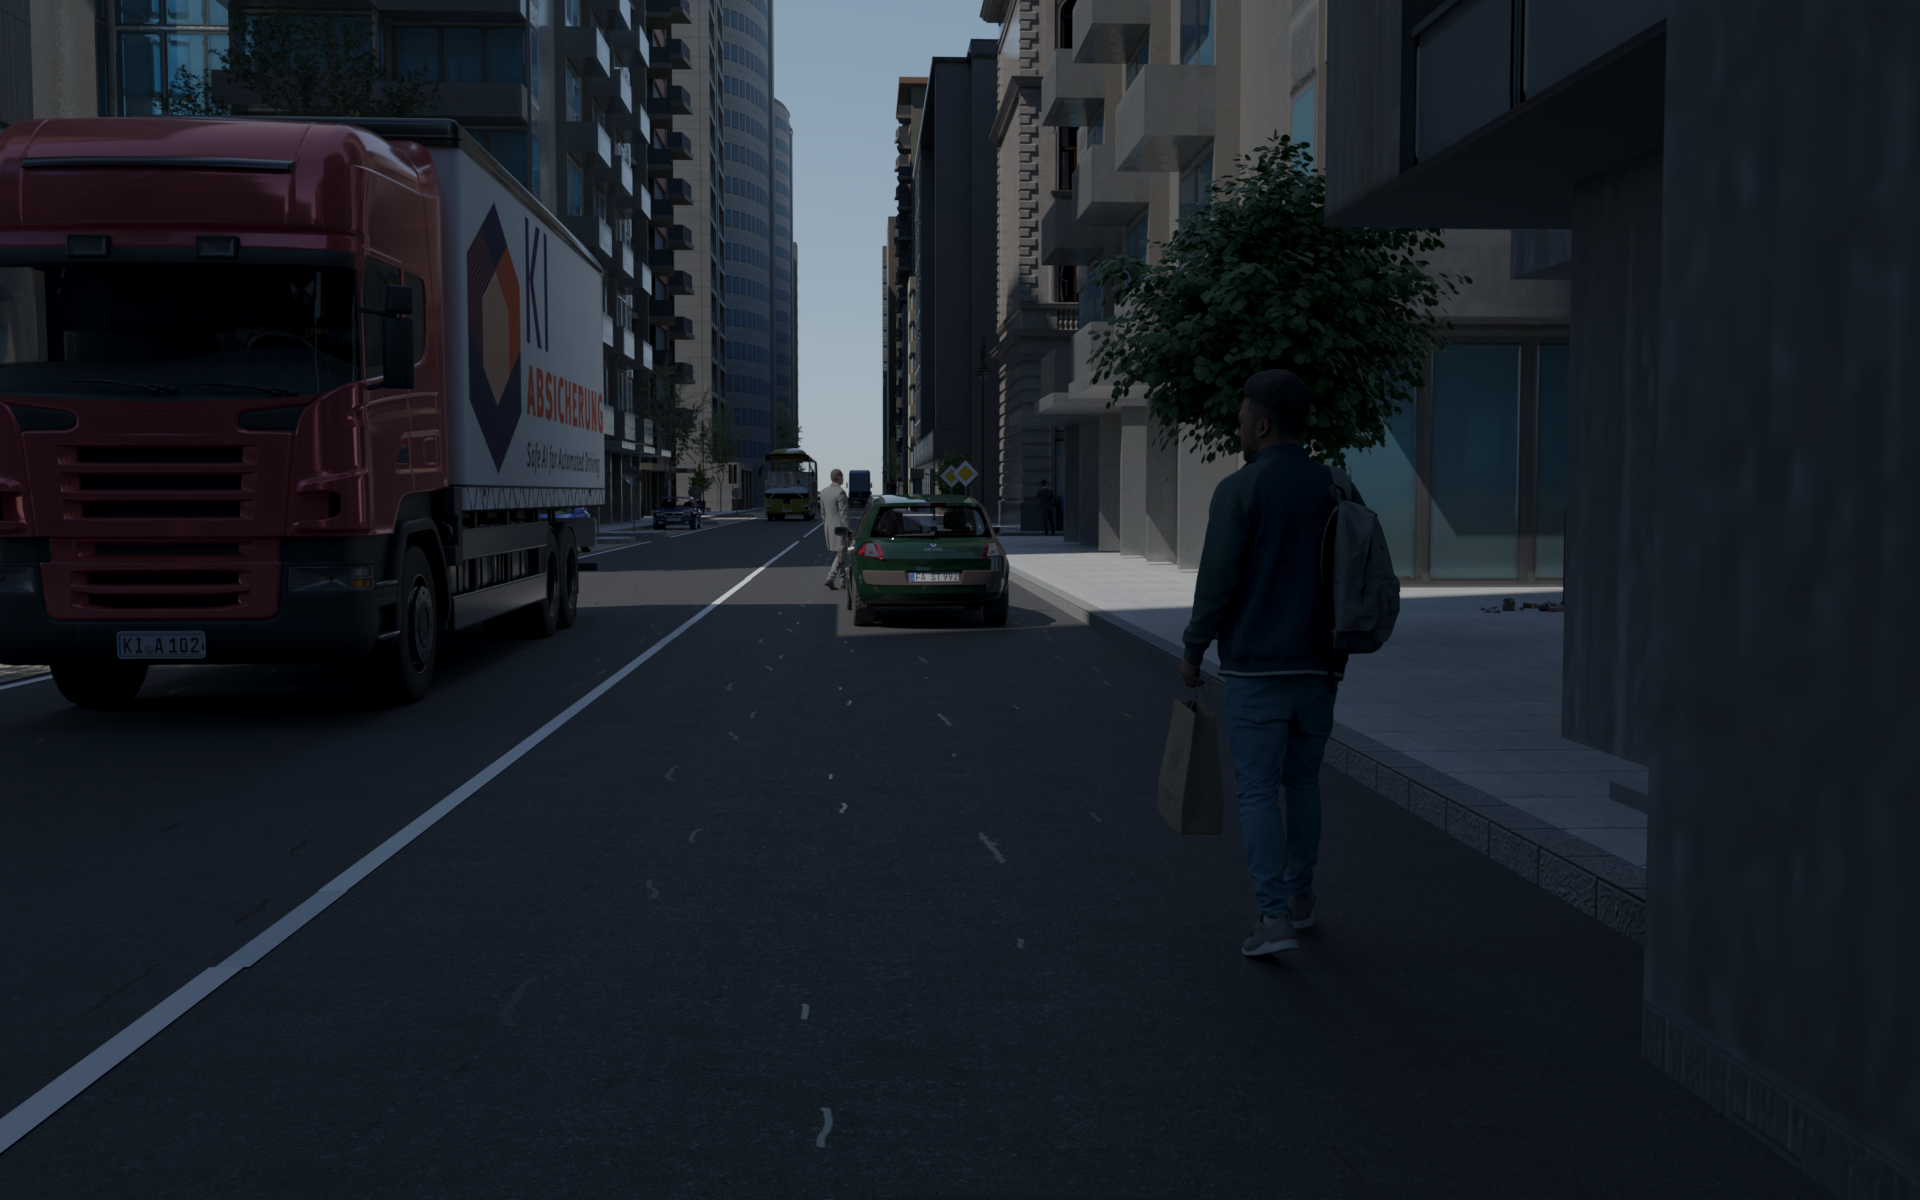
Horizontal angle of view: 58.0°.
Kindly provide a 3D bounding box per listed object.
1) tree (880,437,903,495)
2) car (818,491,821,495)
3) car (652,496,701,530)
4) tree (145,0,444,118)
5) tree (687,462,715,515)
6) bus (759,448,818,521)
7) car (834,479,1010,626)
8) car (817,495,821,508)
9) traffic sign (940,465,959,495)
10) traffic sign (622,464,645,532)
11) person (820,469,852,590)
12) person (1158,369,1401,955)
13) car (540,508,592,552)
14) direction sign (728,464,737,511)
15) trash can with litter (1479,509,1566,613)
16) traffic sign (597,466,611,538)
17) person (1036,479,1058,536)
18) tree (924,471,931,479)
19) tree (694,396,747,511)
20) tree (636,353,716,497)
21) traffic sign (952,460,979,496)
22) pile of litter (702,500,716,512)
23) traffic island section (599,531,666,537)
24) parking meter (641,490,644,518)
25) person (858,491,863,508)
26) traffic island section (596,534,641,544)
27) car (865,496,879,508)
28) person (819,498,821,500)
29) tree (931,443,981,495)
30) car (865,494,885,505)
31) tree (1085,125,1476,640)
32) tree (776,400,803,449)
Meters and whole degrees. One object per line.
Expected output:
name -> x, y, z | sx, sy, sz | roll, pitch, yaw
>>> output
tree -> -8.013, -16.541, 220.802 | 4.360, 8.622, 3.978 | 0, 3, 0
car -> -16.295, -12.118, 206.794 | 2.281, 1.827, 5.304 | 0, 4, -4
car -> -11.472, -3.533, 70.337 | 1.945, 1.354, 3.894 | 0, 4, -4
tree -> -12.494, -5.996, 32.444 | 8.767, 10.594, 7.601 | 1, 4, 15
tree -> -15.648, -6.739, 104.792 | 1.663, 3.219, 1.824 | 0, 3, 0
bus -> -9.418, -6.450, 97.006 | 2.896, 3.916, 12.252 | 0, 4, -3
car -> -0.455, -0.640, 20.252 | 2.009, 1.686, 4.222 | 0, 4, -5
car -> -12.761, -8.570, 152.694 | 1.945, 1.354, 3.894 | 0, 4, -4
traffic sign -> -0.291, -3.392, 59.097 | 0.795, 2.450, 0.064 | 0, 4, -3
traffic sign -> -11.019, -3.356, 58.509 | 0.795, 2.450, 0.064 | 0, 4, -3
person -> -1.797, -1.064, 26.002 | 0.767, 1.812, 0.694 | -3, 5, -40
person -> 0.962, 0.184, 5.482 | 0.794, 1.824, 0.713 | 0, 4, -2
car -> -9.845, -1.936, 41.247 | 1.945, 1.707, 3.694 | 0, 4, -3
direction sign -> -17.317, -8.564, 132.010 | 0.379, 3.537, 0.876 | 3, 4, 37
trash can with litter -> 6.580, -0.506, 19.325 | 2.233, 1.210, 1.678 | -2, 4, -26
traffic sign -> -10.566, -2.868, 50.537 | 0.795, 2.450, 0.064 | 0, 4, -3
person -> 2.720, -2.857, 54.575 | 0.648, 1.900, 0.474 | -1, 4, -18
tree -> -0.466, -4.791, 72.935 | 1.663, 3.219, 1.824 | 0, 3, 0
tree -> -17.778, -10.885, 128.325 | 4.737, 8.622, 4.395 | 0, 3, 0
tree -> -15.099, -8.615, 91.219 | 4.360, 8.622, 3.978 | 0, 3, 0
traffic sign -> 0.163, -2.904, 51.125 | 0.795, 2.450, 0.064 | 0, 4, -3
pile of litter -> -18.749, -6.910, 126.948 | 1.719, 0.858, 1.176 | 0, 4, -4
traffic island section -> -11.042, -2.219, 58.569 | 2.009, 0.180, 2.903 | 0, 4, -3
parking meter -> -17.103, -5.148, 92.575 | 0.372, 1.533, 0.369 | 0, 3, 0
person -> -9.930, -10.057, 173.454 | 0.617, 1.759, 0.750 | -1, 4, -20
traffic island section -> -10.589, -1.732, 50.597 | 2.009, 0.180, 2.903 | 0, 4, -3
car -> -5.164, -6.078, 111.958 | 1.945, 1.354, 3.894 | 0, 4, -1
person -> -11.343, -8.454, 146.817 | 1.348, 1.812, 0.705 | 2, 4, 25
tree -> -0.039, -4.342, 65.587 | 1.663, 3.219, 1.824 | 0, 3, 0
car -> -5.795, -6.819, 123.500 | 2.014, 1.417, 4.499 | 0, 4, -3
tree -> 2.901, -1.944, 15.504 | 4.285, 4.588, 4.351 | 0, 3, 0
tree -> -22.576, -17.827, 209.592 | 7.486, 12.596, 7.792 | 0, 3, 0
